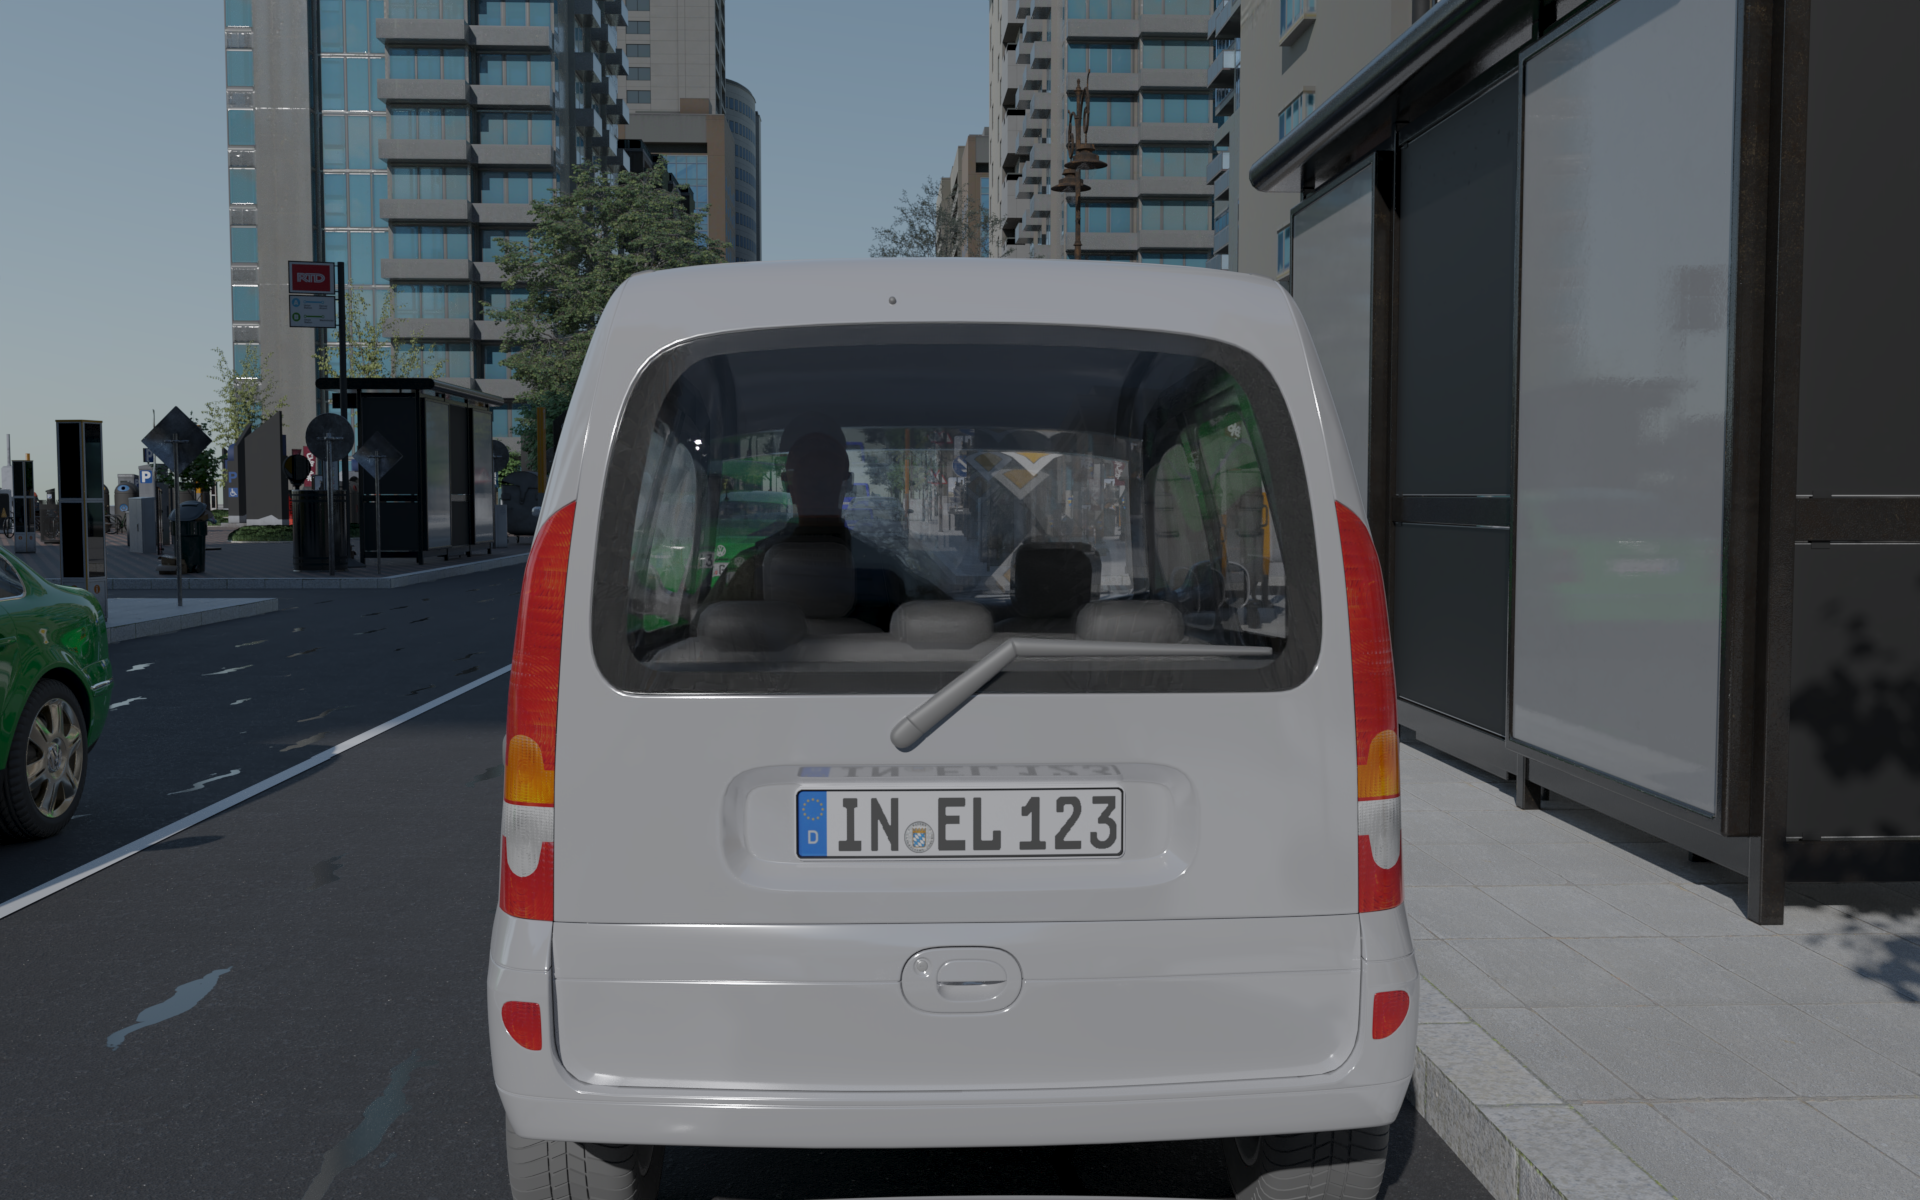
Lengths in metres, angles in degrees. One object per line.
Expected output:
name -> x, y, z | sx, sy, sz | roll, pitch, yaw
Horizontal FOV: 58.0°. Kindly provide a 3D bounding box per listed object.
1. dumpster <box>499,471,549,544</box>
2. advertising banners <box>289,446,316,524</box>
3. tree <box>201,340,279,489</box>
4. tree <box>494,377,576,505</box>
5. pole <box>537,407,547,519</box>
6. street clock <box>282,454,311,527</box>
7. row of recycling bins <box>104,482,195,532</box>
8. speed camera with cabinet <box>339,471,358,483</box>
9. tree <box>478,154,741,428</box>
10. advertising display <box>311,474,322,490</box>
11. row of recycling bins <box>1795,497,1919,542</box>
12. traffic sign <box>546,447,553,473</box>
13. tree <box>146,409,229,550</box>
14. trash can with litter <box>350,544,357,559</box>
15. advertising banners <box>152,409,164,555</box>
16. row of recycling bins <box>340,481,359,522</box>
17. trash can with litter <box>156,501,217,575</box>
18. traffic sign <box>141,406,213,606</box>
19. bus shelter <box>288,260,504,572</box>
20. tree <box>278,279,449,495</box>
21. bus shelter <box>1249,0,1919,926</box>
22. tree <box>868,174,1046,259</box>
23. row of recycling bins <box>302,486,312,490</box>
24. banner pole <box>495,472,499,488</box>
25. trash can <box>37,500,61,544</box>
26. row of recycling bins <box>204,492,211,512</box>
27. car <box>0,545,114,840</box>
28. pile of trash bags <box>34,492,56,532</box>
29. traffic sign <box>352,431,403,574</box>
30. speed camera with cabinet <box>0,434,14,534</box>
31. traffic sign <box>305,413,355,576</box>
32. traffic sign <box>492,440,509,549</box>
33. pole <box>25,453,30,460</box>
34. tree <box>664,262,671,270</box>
dumpster -> -11.047, -2.364, 44.415 | 1.264, 1.857, 1.865 | 0, 4, -3
advertising banners -> -24.282, -4.068, 62.700 | 2.074, 3.025, 0.090 | 0, 4, -5
tree -> -34.493, -8.132, 83.322 | 4.737, 8.622, 4.395 | 0, 3, 0
tree -> -11.033, -3.984, 48.855 | 4.285, 4.588, 4.351 | 0, 3, 0
pole -> -9.829, -2.868, 40.736 | 0.158, 3.312, 0.155 | 0, 3, 0
street clock -> -12.096, -1.655, 31.635 | 0.471, 2.002, 0.358 | -2, 4, -29
row of recycling bins -> -27.612, -3.131, 58.297 | 3.534, 1.692, 1.069 | -1, 4, -9
speed camera with cabinet -> -24.684, -4.532, 68.429 | 0.660, 3.252, 2.038 | 2, 4, 32
tree -> -12.483, -9.637, 64.213 | 9.857, 13.997, 8.962 | 0, 3, 0
advertising display -> -21.119, -3.191, 57.383 | 0.123, 1.923, 0.974 | 1, 4, 16
row of recycling bins -> 6.842, -0.422, 14.013 | 1.069, 1.692, 3.534 | 0, 4, 3
traffic sign -> -10.862, -2.847, 46.656 | 0.768, 2.556, 0.104 | 0, 4, 2
tree -> -17.550, -2.763, 39.770 | 1.663, 3.219, 1.824 | 0, 3, 0
trash can with litter -> -12.315, -1.380, 33.946 | 0.624, 1.170, 1.055 | 0, 4, 8
advertising banners -> -16.985, -2.475, 36.657 | 0.090, 3.025, 2.074 | -1, 4, -22
row of recycling bins -> -19.438, -2.899, 54.508 | 1.069, 1.692, 3.534 | -1, 4, -12
trash can with litter -> -12.501, -1.013, 27.948 | 0.624, 1.170, 1.055 | 0, 4, 1
traffic sign -> -8.929, -0.987, 19.772 | 0.795, 2.450, 0.064 | 0, 4, -3
bus shelter -> -10.595, -3.363, 32.612 | 2.179, 5.291, 8.768 | 0, 4, -3
tree -> -20.169, -6.708, 60.037 | 4.737, 8.622, 4.395 | 0, 3, 0
bus shelter -> 2.958, -1.936, 9.286 | 2.179, 5.291, 8.768 | 0, 4, -3
tree -> -0.265, -9.559, 66.668 | 12.009, 13.543, 11.850 | 0, 3, 0
row of recycling bins -> -27.072, -4.040, 73.172 | 1.069, 1.692, 3.534 | 0, 4, -8
banner pole -> -22.367, -5.662, 82.590 | 0.863, 3.779, 0.401 | 1, 4, 15
trash can -> -23.278, -2.007, 44.464 | 0.748, 1.137, 0.748 | 0, 3, 0
row of recycling bins -> -32.652, -3.980, 72.184 | 3.534, 1.692, 1.069 | 2, 4, 26
car -> -4.589, 0.182, 5.816 | 1.959, 1.807, 4.718 | 0, 4, -3
pile of trash bags -> -31.562, -3.074, 60.011 | 3.447, 1.369, 1.912 | 3, 4, 36
traffic sign -> -9.323, -1.474, 27.747 | 0.795, 2.450, 0.064 | 0, 4, -3
speed camera with cabinet -> -31.099, -3.792, 56.336 | 0.660, 3.252, 2.038 | 0, 4, 0
traffic sign -> -9.881, -1.656, 27.176 | 0.768, 2.556, 0.104 | 0, 4, -2
traffic sign -> -10.925, -2.473, 40.532 | 0.768, 2.556, 0.104 | 0, 4, 0
pole -> -46.542, -5.671, 86.560 | 0.158, 3.312, 0.155 | 0, 3, 0
tree -> -13.539, -10.216, 84.033 | 9.611, 12.733, 9.660 | 0, 3, 0
